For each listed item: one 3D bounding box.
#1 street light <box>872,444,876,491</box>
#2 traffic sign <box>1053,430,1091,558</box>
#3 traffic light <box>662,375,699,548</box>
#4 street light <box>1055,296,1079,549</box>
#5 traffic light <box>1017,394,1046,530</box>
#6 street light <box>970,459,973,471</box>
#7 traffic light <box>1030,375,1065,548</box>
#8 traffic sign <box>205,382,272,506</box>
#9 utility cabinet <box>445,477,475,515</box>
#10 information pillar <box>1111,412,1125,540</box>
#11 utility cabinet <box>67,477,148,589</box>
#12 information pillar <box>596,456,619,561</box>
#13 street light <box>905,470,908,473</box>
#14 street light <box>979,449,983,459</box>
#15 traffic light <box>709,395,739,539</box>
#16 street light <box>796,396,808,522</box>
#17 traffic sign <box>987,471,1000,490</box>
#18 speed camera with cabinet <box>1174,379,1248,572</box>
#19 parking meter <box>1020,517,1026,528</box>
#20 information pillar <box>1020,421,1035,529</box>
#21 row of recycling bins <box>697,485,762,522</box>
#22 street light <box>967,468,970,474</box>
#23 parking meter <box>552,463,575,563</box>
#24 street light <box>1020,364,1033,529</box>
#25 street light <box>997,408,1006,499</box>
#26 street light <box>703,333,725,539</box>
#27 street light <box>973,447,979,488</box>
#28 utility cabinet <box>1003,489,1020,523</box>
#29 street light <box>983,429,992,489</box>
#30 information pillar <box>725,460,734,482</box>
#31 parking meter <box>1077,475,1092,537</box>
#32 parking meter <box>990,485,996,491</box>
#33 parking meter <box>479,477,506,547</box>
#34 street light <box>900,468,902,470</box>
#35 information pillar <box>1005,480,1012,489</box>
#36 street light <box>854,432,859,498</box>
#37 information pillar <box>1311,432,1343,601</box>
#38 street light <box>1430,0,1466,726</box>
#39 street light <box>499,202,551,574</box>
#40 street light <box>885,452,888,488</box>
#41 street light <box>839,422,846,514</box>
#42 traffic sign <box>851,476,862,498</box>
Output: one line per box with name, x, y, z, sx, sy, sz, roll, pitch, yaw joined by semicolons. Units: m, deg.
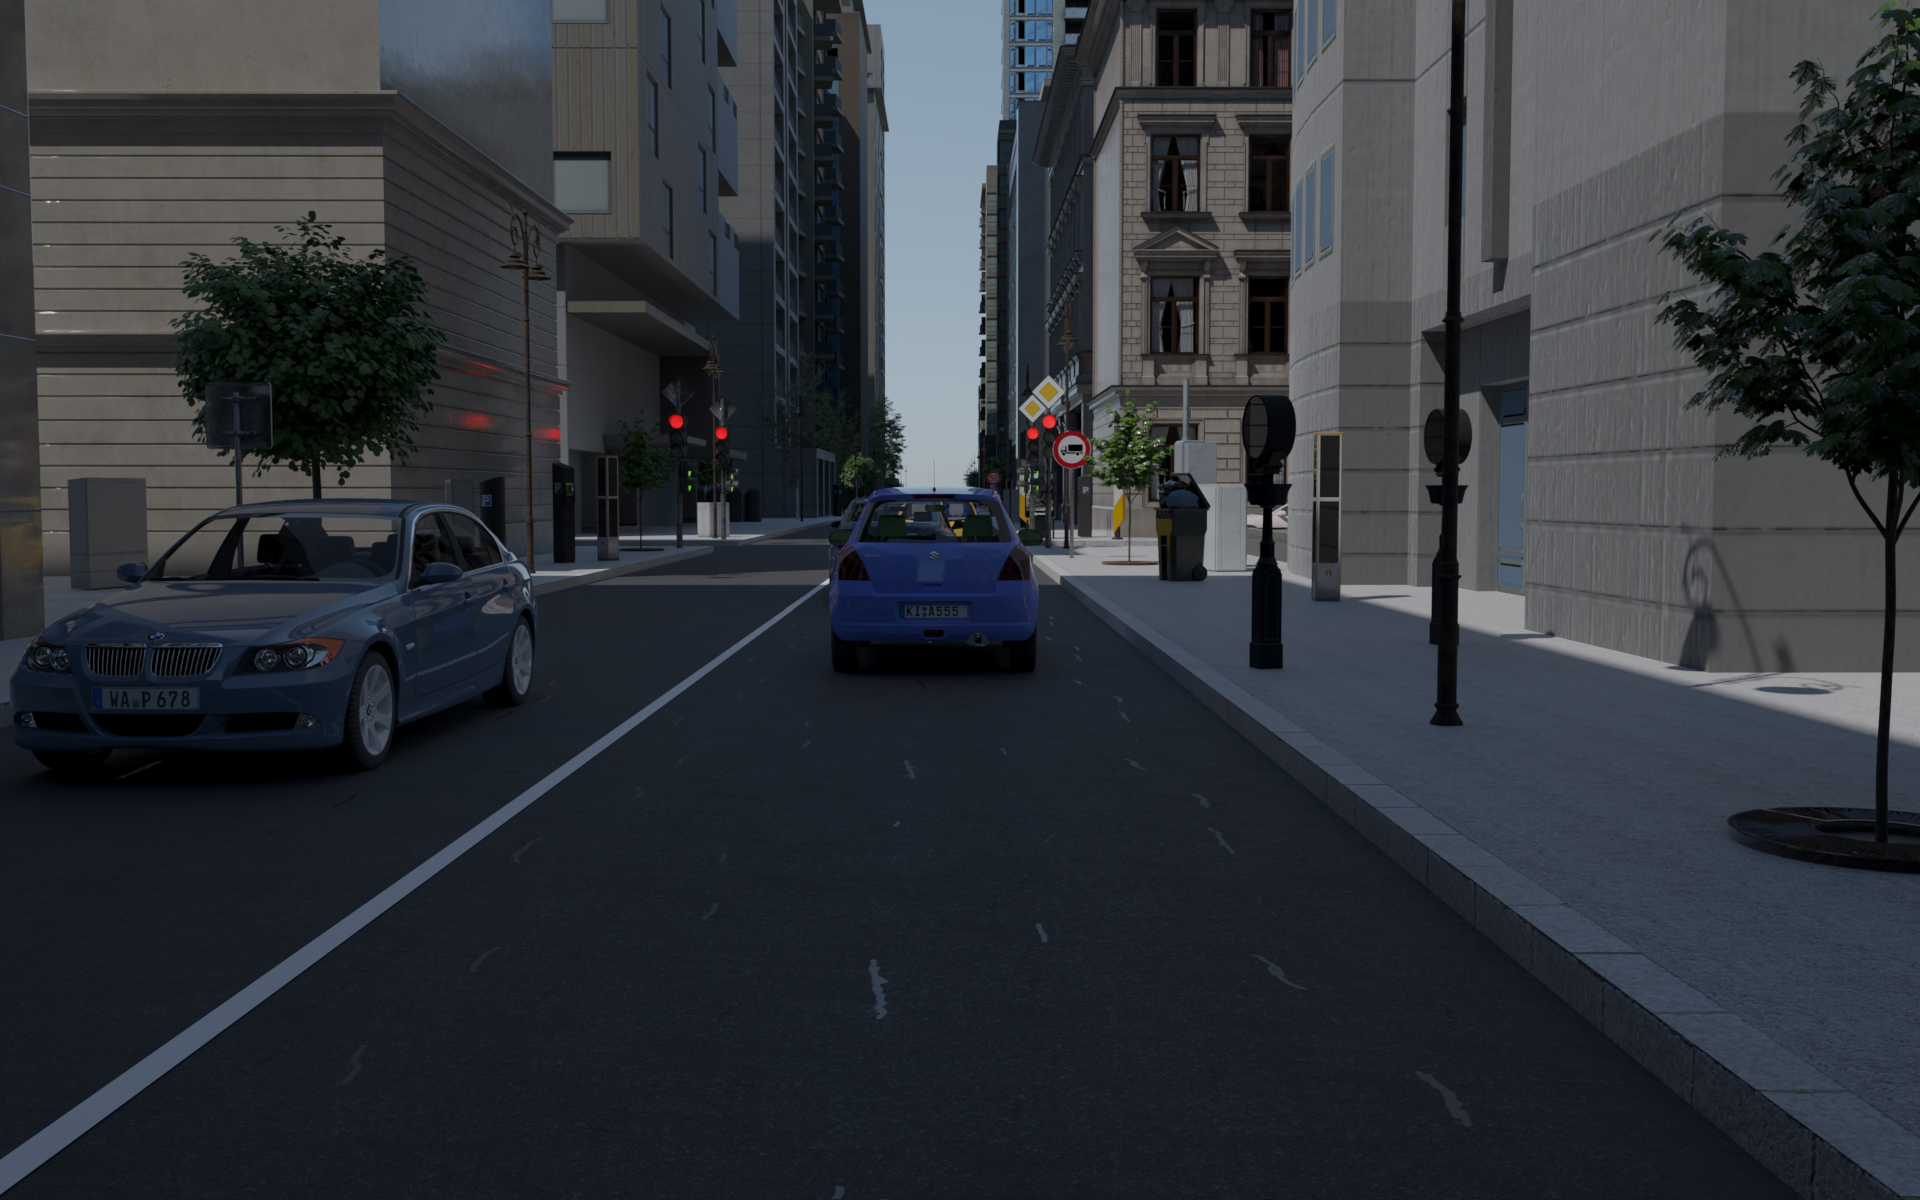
street light;-7.723;-11.224;156.306;0.468;5.910;1.993;0;4;0
traffic sign;2.238;-2.111;34.626;0.768;2.556;0.104;1;4;9
traffic light;-6.635;-3.184;40.982;0.839;4.253;0.868;0;4;0
street light;2.508;-4.147;40.593;0.468;5.910;1.993;0;4;0
traffic light;2.030;-3.677;49.034;0.839;4.253;0.868;0;4;0
street light;1.652;-13.920;200.386;0.468;5.910;1.993;0;4;0
traffic light;2.076;-3.188;41.049;0.839;4.253;0.868;0;4;0
traffic sign;-6.608;-0.841;15.888;0.606;2.300;0.079;0;4;2
utility cabinet;-6.651;-0.876;22.996;0.318;1.500;1.173;-1;4;-20
information pillar;4.472;-3.502;48.612;0.183;3.616;0.504;-2;4;-27
utility cabinet;-11.597;-0.912;23.585;0.318;1.500;1.173;1;4;12
information pillar;-6.780;-1.764;33.336;0.304;2.012;0.304;2;4;35
street light;-8.418;-18.221;270.703;0.468;5.910;1.993;0;4;0
street light;1.952;-10.184;139.292;0.468;5.910;1.993;0;4;0
traffic light;-6.681;-3.673;48.967;0.839;4.253;0.868;0;4;0
street light;-7.363;-6.585;80.450;0.468;5.910;1.993;0;4;0
traffic sign;1.867;-5.881;96.267;0.768;2.556;0.104;0;4;5
speed camera with cabinet;4.236;-2.140;29.326;0.660;3.252;2.038;-1;4;-13
parking meter;2.421;-3.683;65.924;0.255;1.863;0.399;0;4;-3
information pillar;2.151;-3.892;54.986;0.504;3.616;0.183;-1;4;-9
row of recycling bins;-10.781;-4.403;79.106;3.534;1.692;1.069;-2;4;-24
street light;1.489;-15.193;221.189;0.468;5.910;1.993;0;4;0
parking meter;-7.368;-1.622;32.233;0.399;1.863;0.255;3;4;38
street light;2.400;-5.435;61.655;0.468;5.910;1.993;0;4;0
street light;2.214;-7.335;92.709;0.468;5.910;1.993;0;4;0
street light;-7.060;-4.711;49.807;0.468;5.910;1.993;0;4;0
street light;1.801;-12.055;169.892;0.468;5.910;1.993;0;4;0
utility cabinet;2.533;-4.177;76.979;1.173;1.500;0.318;1;4;20
street light;2.087;-9.200;123.203;0.468;5.910;1.993;0;4;0
information pillar;-10.792;-5.463;80.678;0.504;3.616;0.183;1;4;13
parking meter;3.727;-2.847;52.254;0.255;1.863;0.399;2;4;28
parking meter;1.890;-5.714;99.138;0.255;1.863;0.399;2;4;26
parking meter;-6.770;-1.020;25.082;0.372;1.533;0.369;0;3;0
street light;-8.182;-16.336;239.872;0.468;5.910;1.993;0;4;0
information pillar;2.482;-5.114;88.101;0.304;2.012;0.304;-1;4;-8
street light;-7.588;-9.356;125.764;0.468;5.910;1.993;0;4;0
information pillar;4.403;-0.997;20.787;0.304;2.012;0.304;0;4;1
street light;2.711;-2.244;9.474;0.468;5.910;1.993;0;4;0
street light;-6.933;-3.364;27.787;0.468;5.910;1.993;0;4;0
street light;-7.965;-13.091;186.817;0.468;5.910;1.993;0;4;0
street light;-7.458;-8.450;110.945;0.468;5.910;1.993;0;4;0
traffic sign;-7.235;-7.417;121.379;0.768;2.556;0.104;0;4;5
